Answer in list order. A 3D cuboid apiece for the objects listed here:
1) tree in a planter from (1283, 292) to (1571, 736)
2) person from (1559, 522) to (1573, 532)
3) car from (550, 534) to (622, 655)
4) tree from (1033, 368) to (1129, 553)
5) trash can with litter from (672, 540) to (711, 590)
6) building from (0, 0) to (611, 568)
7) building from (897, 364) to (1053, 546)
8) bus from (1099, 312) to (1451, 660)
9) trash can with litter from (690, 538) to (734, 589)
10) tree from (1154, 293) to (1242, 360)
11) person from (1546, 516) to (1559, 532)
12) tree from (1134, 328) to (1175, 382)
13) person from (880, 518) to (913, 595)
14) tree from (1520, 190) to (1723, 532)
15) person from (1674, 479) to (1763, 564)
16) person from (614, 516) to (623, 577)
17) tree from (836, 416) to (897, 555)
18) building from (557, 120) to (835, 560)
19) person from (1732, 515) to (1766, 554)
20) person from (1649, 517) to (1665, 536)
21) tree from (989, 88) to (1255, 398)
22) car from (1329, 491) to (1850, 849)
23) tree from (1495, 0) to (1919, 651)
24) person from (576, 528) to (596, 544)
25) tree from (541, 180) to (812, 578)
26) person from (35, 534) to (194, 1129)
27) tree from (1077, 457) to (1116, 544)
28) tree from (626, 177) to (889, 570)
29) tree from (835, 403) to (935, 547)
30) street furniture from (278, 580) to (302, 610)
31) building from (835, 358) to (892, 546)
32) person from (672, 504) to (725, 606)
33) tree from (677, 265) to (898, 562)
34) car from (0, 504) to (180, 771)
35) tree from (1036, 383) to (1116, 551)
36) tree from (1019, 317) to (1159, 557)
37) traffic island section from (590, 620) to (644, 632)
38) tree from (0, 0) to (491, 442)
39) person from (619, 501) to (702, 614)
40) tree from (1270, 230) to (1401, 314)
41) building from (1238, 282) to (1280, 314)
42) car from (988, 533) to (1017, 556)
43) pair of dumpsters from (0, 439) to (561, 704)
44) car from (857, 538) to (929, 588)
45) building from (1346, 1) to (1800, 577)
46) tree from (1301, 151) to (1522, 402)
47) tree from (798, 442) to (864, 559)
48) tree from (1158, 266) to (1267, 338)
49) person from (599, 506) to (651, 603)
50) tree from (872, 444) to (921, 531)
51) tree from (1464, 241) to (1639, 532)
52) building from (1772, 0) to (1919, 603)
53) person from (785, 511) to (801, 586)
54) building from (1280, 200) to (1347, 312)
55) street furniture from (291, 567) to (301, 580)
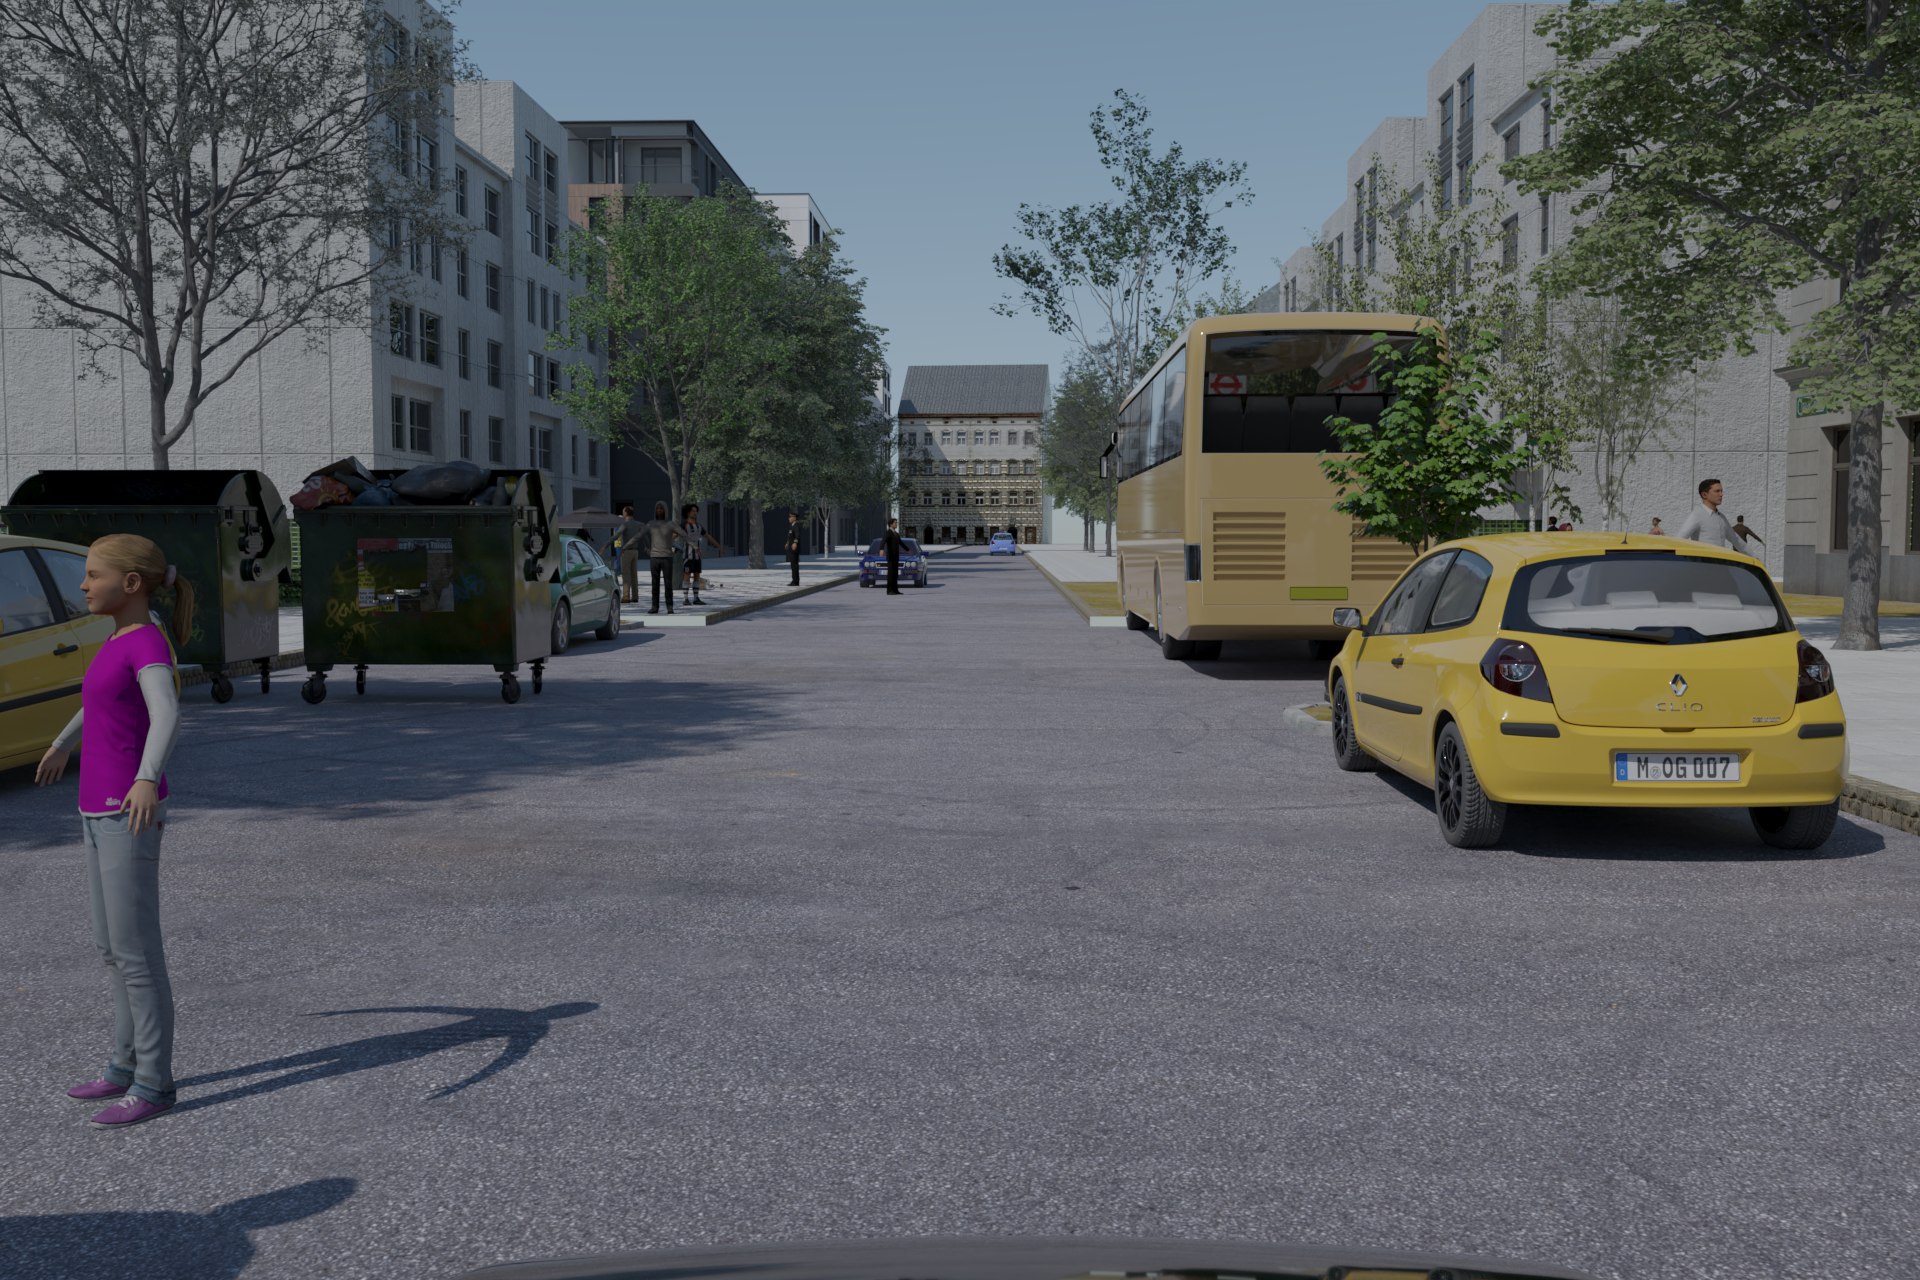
[{"bbox_3d":[3.472,-0.957,12.865,1.991,3.239,1.994,0,4,2],"label":"tree in a planter"},{"bbox_3d":[8.188,-0.862,23.302,0.989,1.438,0.599,-2,4,-32],"label":"person"},{"bbox_3d":[-5.602,-0.632,22.130,2.131,1.459,4.920,0,4,1],"label":"car"},{"bbox_3d":[8.838,-12.277,118.850,7.486,12.596,7.792,0,3,0],"label":"tree"},{"bbox_3d":[-6.247,-1.736,39.775,1.055,1.170,0.624,0,4,2],"label":"trash can with litter"},{"bbox_3d":[-25.759,-12.336,68.146,16.747,18.905,31.486,0,4,2],"label":"building"},{"bbox_3d":[2.329,-23.863,223.548,18.063,23.208,19.493,0,4,7],"label":"building"},{"bbox_3d":[3.582,-1.896,22.550,2.896,3.916,12.252,0,4,2],"label":"bus"},{"bbox_3d":[-6.182,-1.877,41.746,1.678,1.210,2.233,0,4,1],"label":"trash can with litter"},{"bbox_3d":[7.753,-6.344,54.089,4.737,8.622,4.395,0,3,0],"label":"tree"},{"bbox_3d":[15.094,-2.305,44.408,1.216,1.740,0.721,-2,4,-34],"label":"person"},{"bbox_3d":[7.585,-6.890,63.018,4.360,8.622,3.978,0,3,0],"label":"tree"},{"bbox_3d":[-1.553,-1.965,40.767,0.705,1.806,1.347,2,4,30],"label":"person"},{"bbox_3d":[14.004,-5.365,38.081,4.360,8.622,3.978,0,3,0],"label":"tree"},{"bbox_3d":[7.215,-0.641,16.634,1.344,1.810,0.704,-2,4,-29],"label":"person"},{"bbox_3d":[-10.126,-2.805,51.824,0.705,1.833,1.349,0,4,4],"label":"person"},{"bbox_3d":[-6.127,-9.509,105.834,4.737,8.622,4.395,0,3,0],"label":"tree"},{"bbox_3d":[-23.051,-15.807,102.422,27.936,21.610,32.646,0,4,2],"label":"building"},{"bbox_3d":[21.976,-2.608,48.786,1.346,1.812,0.704,3,5,43],"label":"person"},{"bbox_3d":[18.611,-2.432,46.560,0.721,1.733,1.217,-1,4,-13],"label":"person"},{"bbox_3d":[6.941,-13.506,76.717,12.611,20.169,13.585,0,3,0],"label":"tree"},{"bbox_3d":[3.115,0.056,9.316,2.015,1.641,3.980,0,4,1],"label":"car"},{"bbox_3d":[10.037,-6.187,19.281,7.486,12.596,7.792,0,3,0],"label":"tree"},{"bbox_3d":[-13.438,-3.410,61.947,0.705,1.806,1.347,1,4,18],"label":"person"},{"bbox_3d":[-8.198,-7.622,50.381,9.928,11.665,9.643,0,3,0],"label":"tree"},{"bbox_3d":[-2.117,0.456,4.267,0.599,1.433,0.991,-3,4,-39],"label":"person"},{"bbox_3d":[18.923,-19.184,220.315,9.857,13.997,8.962,0,3,0],"label":"tree"},{"bbox_3d":[-7.351,-9.517,62.252,9.857,13.997,8.962,0,3,0],"label":"tree"},{"bbox_3d":[-6.315,-11.612,124.265,8.767,10.594,7.601,-2,4,-25],"label":"tree"},{"bbox_3d":[-11.736,-1.067,33.077,5.734,0.657,10.072,-2,4,-26],"label":"street furniture"},{"bbox_3d":[-22.973,-21.749,199.563,27.936,21.610,32.646,0,4,2],"label":"building"},{"bbox_3d":[-4.808,-1.530,31.154,0.704,1.843,1.345,3,5,43],"label":"person"},{"bbox_3d":[-7.712,-10.503,78.379,9.857,13.997,8.962,0,3,0],"label":"tree"},{"bbox_3d":[-5.928,0.043,9.513,2.015,1.641,3.980,0,4,1],"label":"car"},{"bbox_3d":[9.140,-12.953,129.904,7.486,12.596,7.792,0,3,0],"label":"tree"},{"bbox_3d":[8.551,-11.448,97.552,12.009,13.543,11.850,0,3,0],"label":"tree"},{"bbox_3d":[-5.895,-0.212,26.337,1.991,0.108,1.994,0,4,2],"label":"traffic island section"},{"bbox_3d":[-11.735,-7.038,25.440,12.009,13.543,11.850,0,3,0],"label":"tree"},{"bbox_3d":[-4.804,-1.329,27.853,1.348,1.813,0.705,0,4,3],"label":"person"},{"bbox_3d":[9.302,-5.629,42.400,4.360,8.622,3.978,0,3,0],"label":"tree"},{"bbox_3d":[28.378,-19.396,148.049,19.493,23.208,18.063,0,4,2],"label":"building"},{"bbox_3d":[2.815,-6.424,114.623,1.945,1.707,3.694,0,4,1],"label":"car"},{"bbox_3d":[-5.814,-0.615,15.004,4.436,2.255,1.574,0,4,2],"label":"pair of dumpsters"},{"bbox_3d":[-1.799,-2.130,47.406,1.945,1.354,3.894,0,4,1],"label":"car"},{"bbox_3d":[26.185,-12.224,66.313,16.747,18.905,31.486,0,4,2],"label":"building"},{"bbox_3d":[8.633,-5.027,32.546,4.737,8.622,4.395,0,3,0],"label":"tree"},{"bbox_3d":[-6.967,-8.515,89.586,4.360,8.622,3.978,0,3,0],"label":"tree"},{"bbox_3d":[7.105,-6.013,48.668,4.737,8.622,4.395,0,3,0],"label":"tree"},{"bbox_3d":[-6.173,-1.586,32.208,0.705,1.796,1.348,2,4,31],"label":"person"},{"bbox_3d":[-5.714,-11.142,132.534,4.360,8.622,3.978,0,3,0],"label":"tree"},{"bbox_3d":[14.731,-5.709,43.705,4.737,8.622,4.395,0,3,0],"label":"tree"},{"bbox_3d":[25.259,-14.603,15.182,17.030,29.872,44.131,0,4,1],"label":"building"},{"bbox_3d":[-4.108,-2.248,42.695,0.705,1.837,1.347,-1,4,-13],"label":"person"},{"bbox_3d":[29.037,-14.242,99.314,16.747,18.905,31.486,0,4,2],"label":"building"},{"bbox_3d":[-14.441,-1.835,45.621,5.734,0.657,10.072,0,4,7],"label":"street furniture"}]
